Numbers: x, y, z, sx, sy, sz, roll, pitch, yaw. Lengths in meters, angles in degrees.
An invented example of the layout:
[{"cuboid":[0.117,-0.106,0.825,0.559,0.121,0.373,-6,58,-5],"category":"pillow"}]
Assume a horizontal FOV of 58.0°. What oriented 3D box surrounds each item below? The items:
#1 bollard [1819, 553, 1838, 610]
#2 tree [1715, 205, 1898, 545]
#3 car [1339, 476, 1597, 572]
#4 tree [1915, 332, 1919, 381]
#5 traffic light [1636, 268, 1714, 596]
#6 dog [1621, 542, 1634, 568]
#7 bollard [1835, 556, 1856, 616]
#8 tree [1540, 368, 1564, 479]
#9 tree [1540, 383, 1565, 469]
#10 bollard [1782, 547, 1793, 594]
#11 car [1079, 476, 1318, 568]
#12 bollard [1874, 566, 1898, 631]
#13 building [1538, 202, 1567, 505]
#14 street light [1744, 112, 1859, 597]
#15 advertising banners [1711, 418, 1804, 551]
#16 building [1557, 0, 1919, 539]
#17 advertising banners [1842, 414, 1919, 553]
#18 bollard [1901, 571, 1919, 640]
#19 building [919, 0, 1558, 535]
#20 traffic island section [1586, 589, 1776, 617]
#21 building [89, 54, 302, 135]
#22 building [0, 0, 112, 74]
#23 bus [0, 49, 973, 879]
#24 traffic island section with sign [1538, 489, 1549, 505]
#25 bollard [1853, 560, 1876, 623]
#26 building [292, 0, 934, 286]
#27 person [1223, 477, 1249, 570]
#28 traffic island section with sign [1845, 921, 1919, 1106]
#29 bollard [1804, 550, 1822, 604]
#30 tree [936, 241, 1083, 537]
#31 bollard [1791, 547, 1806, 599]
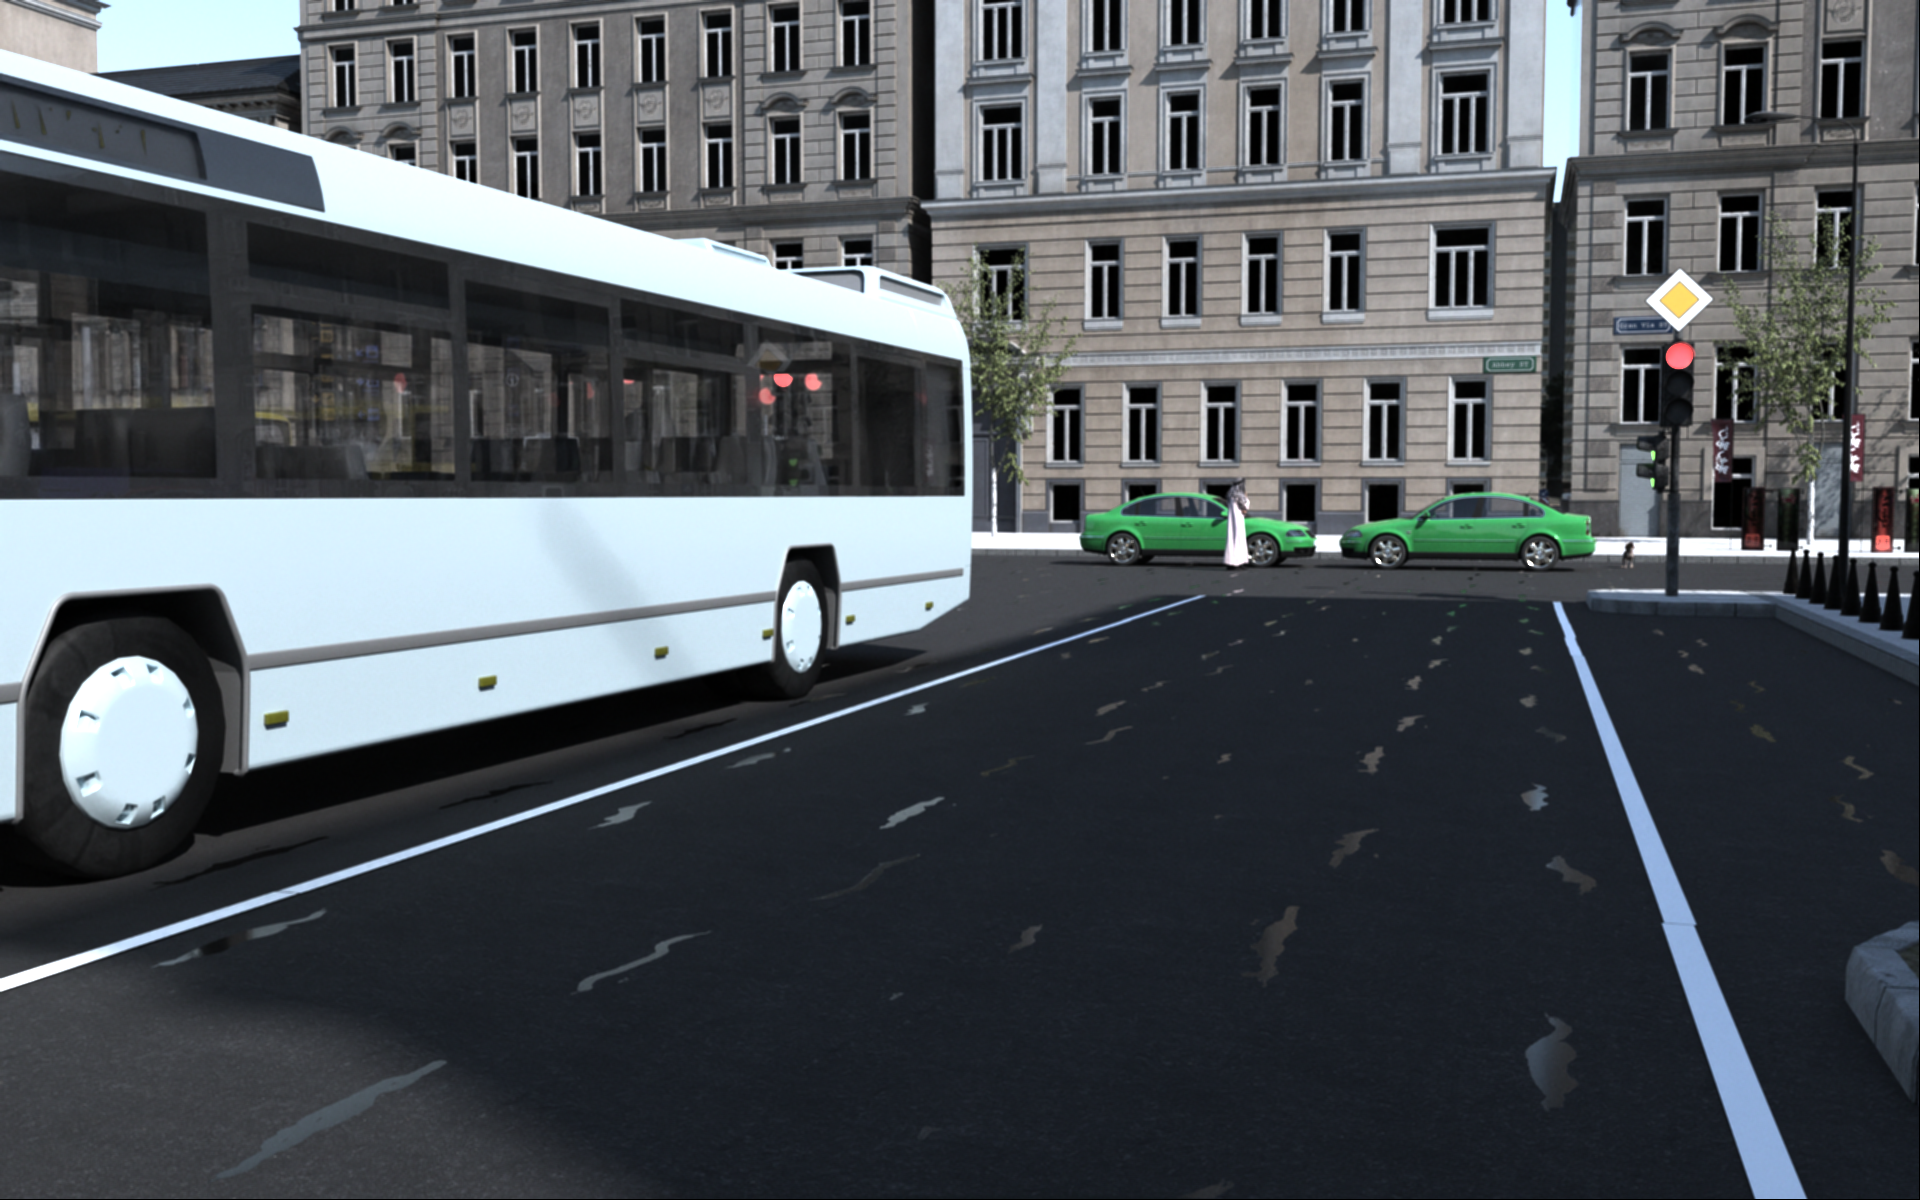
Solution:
[{"cuboid":[9.751,-0.199,19.292,0.229,0.601,0.229,0,3,0],"category":"bollard"},{"cuboid":[21.301,-5.706,43.659,4.737,8.622,4.395,0,3,0],"category":"tree"},{"cuboid":[9.667,-1.486,33.098,4.718,1.807,1.959,1,4,18],"category":"car"},{"cuboid":[27.387,-5.797,45.143,4.360,8.622,3.978,0,3,0],"category":"tree"},{"cuboid":[8.937,-2.004,21.683,0.839,4.253,0.868,1,4,18],"category":"traffic light"},{"cuboid":[12.975,-0.875,33.601,0.406,0.507,0.540,-2,4,-24],"category":"dog"},{"cuboid":[9.433,-0.138,18.304,0.229,0.601,0.229,0,3,0],"category":"bollard"},{"cuboid":[59.257,-15.937,167.998,7.806,13.903,7.818,0,3,0],"category":"tree"},{"cuboid":[48.146,-12.313,135.723,8.767,10.594,7.601,2,4,33],"category":"tree"},{"cuboid":[10.696,-0.379,22.243,0.229,0.601,0.229,0,3,0],"category":"bollard"},{"cuboid":[4.790,-1.591,34.803,4.718,1.807,1.959,1,4,19],"category":"car"},{"cuboid":[8.801,-0.018,16.332,0.229,0.601,0.229,0,3,0],"category":"bollard"},{"cuboid":[68.345,-32.209,218.503,23.993,40.220,32.217,1,4,18],"category":"building"},{"cuboid":[10.218,-2.968,21.062,1.470,5.913,1.316,1,4,18],"category":"street light"},{"cuboid":[18.181,-2.654,39.575,2.074,3.025,0.090,3,5,42],"category":"advertising banners"},{"cuboid":[31.423,-15.613,52.536,25.104,27.353,12.463,1,4,18],"category":"building"},{"cuboid":[20.210,-2.547,37.825,2.074,3.025,0.090,0,4,-5],"category":"advertising banners"},{"cuboid":[8.483,0.042,15.356,0.229,0.601,0.229,0,3,0],"category":"bollard"},{"cuboid":[10.124,-16.771,60.106,20.117,28.700,13.634,1,4,18],"category":"building"},{"cuboid":[8.972,0.030,21.785,2.009,0.180,2.903,1,4,18],"category":"traffic island section"},{"cuboid":[-32.940,-12.733,72.816,19.286,19.102,10.561,1,4,18],"category":"building"},{"cuboid":[-51.892,-17.951,79.410,20.117,28.700,13.634,1,4,18],"category":"building"},{"cuboid":[-3.295,-0.892,9.452,2.948,3.499,13.247,1,4,19],"category":"bus"},{"cuboid":[52.309,-9.055,156.684,1.989,1.847,2.006,1,4,18],"category":"traffic island section with sign"},{"cuboid":[9.119,-0.078,17.325,0.229,0.601,0.229,0,3,0],"category":"bollard"},{"cuboid":[-11.513,-16.480,66.710,25.104,27.353,12.463,1,4,18],"category":"building"},{"cuboid":[5.220,-1.428,32.510,0.621,1.740,0.551,-1,4,-20],"category":"person"},{"cuboid":[3.327,0.274,4.151,1.989,1.847,2.006,1,4,18],"category":"traffic island section with sign"},{"cuboid":[10.067,-0.259,20.275,0.229,0.601,0.229,0,3,0],"category":"bollard"},{"cuboid":[1.243,-6.161,51.100,4.737,8.622,4.395,0,3,0],"category":"tree"},{"cuboid":[10.384,-0.319,21.263,0.229,0.601,0.229,0,3,0],"category":"bollard"}]
